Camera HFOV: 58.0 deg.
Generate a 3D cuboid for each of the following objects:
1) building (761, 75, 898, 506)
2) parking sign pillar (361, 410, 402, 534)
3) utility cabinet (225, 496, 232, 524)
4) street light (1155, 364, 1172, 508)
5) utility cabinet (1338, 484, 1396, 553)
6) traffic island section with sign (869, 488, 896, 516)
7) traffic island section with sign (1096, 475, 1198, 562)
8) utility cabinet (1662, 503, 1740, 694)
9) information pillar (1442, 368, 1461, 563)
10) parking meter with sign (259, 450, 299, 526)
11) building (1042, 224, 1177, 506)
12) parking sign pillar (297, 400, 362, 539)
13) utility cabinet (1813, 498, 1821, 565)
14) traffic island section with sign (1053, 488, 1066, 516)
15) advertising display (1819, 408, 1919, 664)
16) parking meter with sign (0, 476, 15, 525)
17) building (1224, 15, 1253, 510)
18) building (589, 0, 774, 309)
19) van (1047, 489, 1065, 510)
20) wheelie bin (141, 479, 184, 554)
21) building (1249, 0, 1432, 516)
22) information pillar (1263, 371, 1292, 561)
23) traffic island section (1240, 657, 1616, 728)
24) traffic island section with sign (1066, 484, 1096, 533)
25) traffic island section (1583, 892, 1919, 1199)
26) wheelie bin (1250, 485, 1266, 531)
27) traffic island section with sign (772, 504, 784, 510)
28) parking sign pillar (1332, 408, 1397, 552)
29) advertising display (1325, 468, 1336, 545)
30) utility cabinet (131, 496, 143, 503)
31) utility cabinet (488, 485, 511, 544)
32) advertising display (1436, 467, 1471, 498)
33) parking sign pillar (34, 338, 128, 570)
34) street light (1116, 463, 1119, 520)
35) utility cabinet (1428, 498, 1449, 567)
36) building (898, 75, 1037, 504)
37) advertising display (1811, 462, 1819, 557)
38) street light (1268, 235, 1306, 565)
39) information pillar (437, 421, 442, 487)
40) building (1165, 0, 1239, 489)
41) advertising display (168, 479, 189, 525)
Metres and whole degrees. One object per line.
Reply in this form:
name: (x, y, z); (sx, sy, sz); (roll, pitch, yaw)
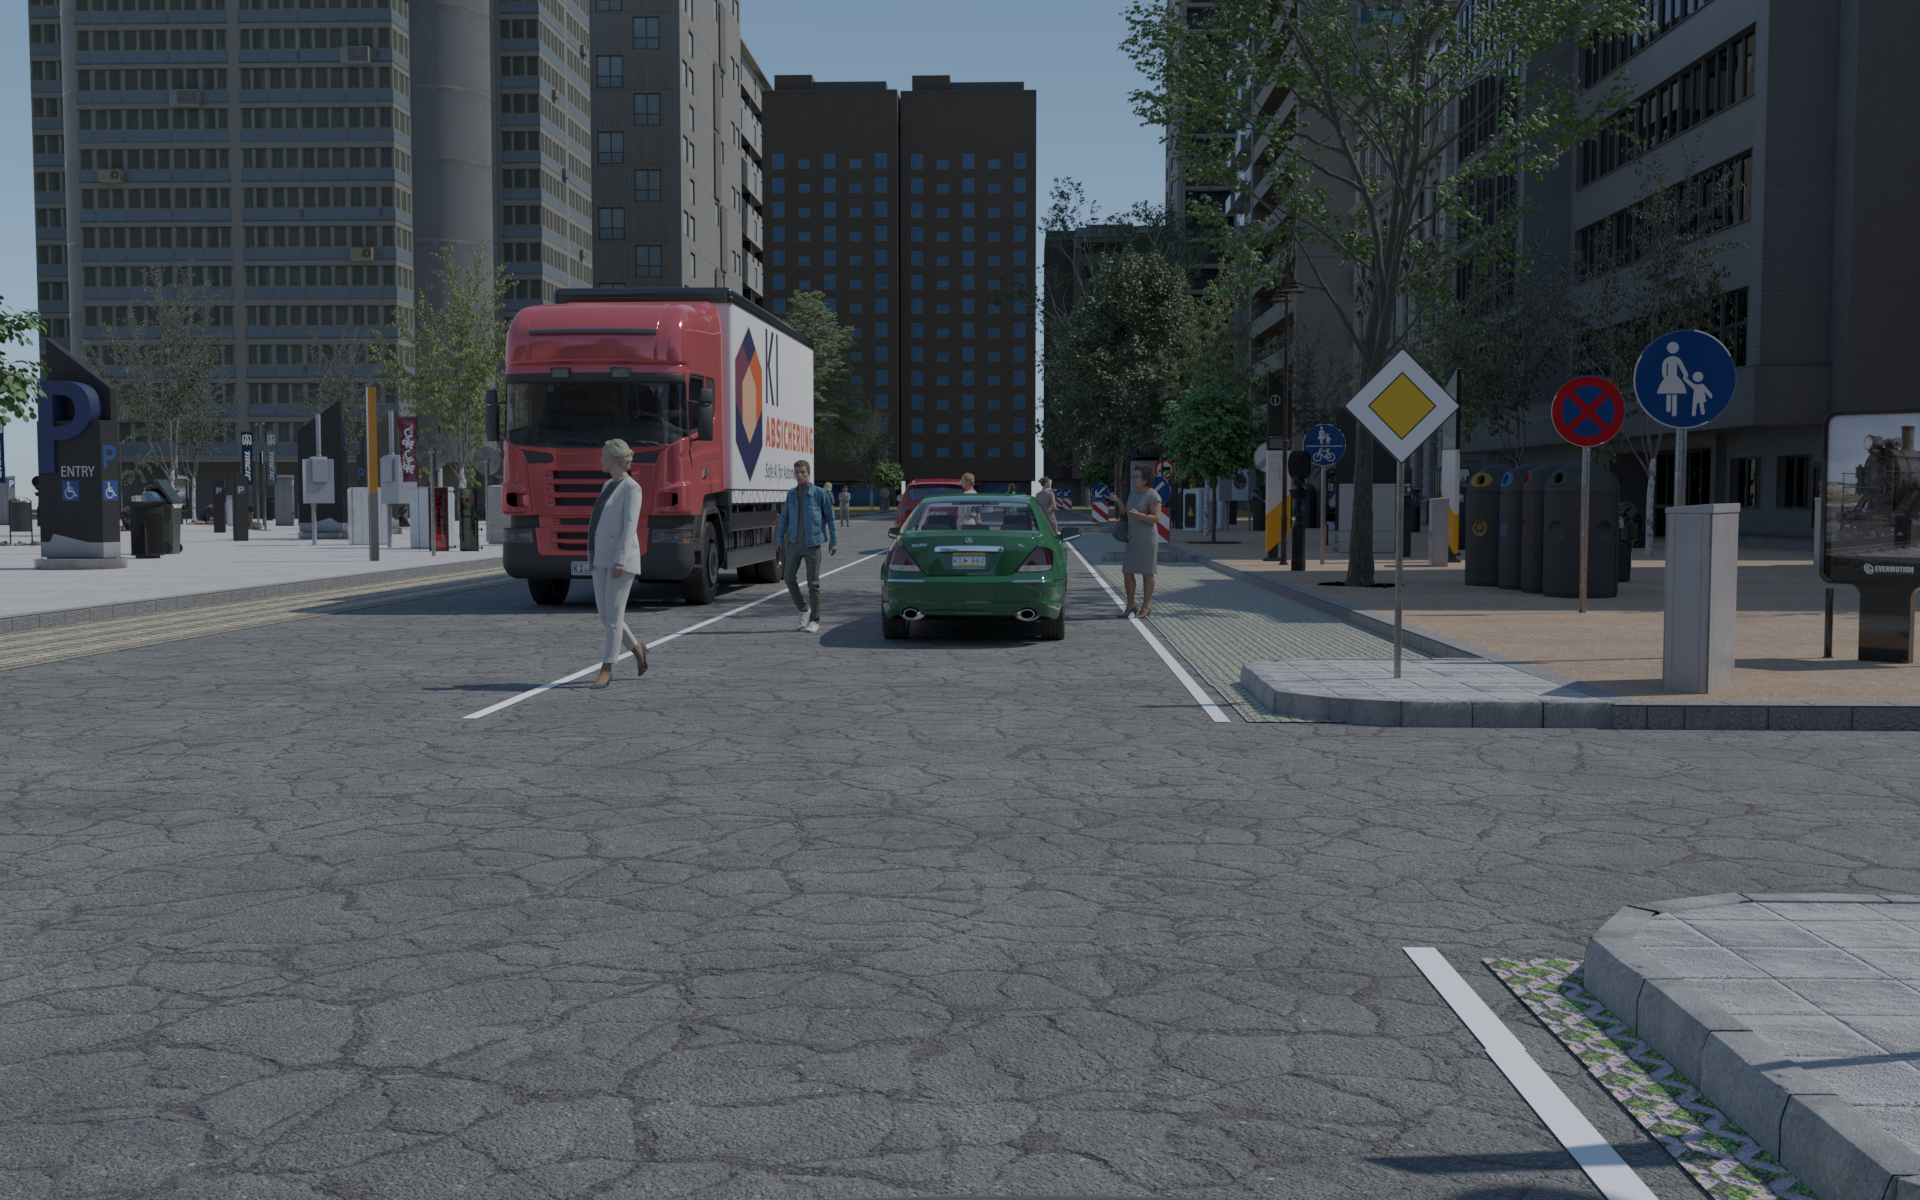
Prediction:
building: (-13.364, -32.928, 188.478); (14.200, 45.320, 14.600); (0, 4, 2)
parking sign pillar: (-18.628, -4.092, 55.377); (1.447, 3.967, 1.447); (2, 4, 31)
utility cabinet: (-30.751, -3.808, 73.423); (1.020, 1.237, 0.306); (0, 4, 8)
street light: (6.872, -5.258, 58.759); (0.468, 5.910, 1.993); (0, 4, 2)
utility cabinet: (8.830, -1.768, 37.588); (1.173, 1.500, 0.318); (1, 4, 10)
traffic island section with sign: (-4.934, -6.470, 114.405); (1.989, 1.847, 2.006); (0, 4, 2)
traffic island section with sign: (4.018, -1.744, 37.143); (1.989, 1.847, 2.006); (0, 4, 2)
utility cabinet: (4.941, -0.024, 11.560); (0.306, 1.237, 1.020); (2, 4, 33)
information pillar: (9.221, -2.518, 32.520); (0.183, 3.616, 0.504); (-1, 4, -15)
parking meter with sign: (-27.081, -4.476, 69.440); (1.738, 3.016, 0.543); (-1, 4, -12)
building: (16.025, -25.484, 188.362); (14.107, 30.474, 14.160); (0, 4, 2)
parking sign pillar: (-18.284, -3.745, 49.706); (1.447, 3.967, 1.447); (0, 4, 4)
utility cabinet: (15.890, -1.219, 31.085); (0.306, 1.237, 1.020); (-2, 4, -32)
traffic island section with sign: (6.924, -6.451, 114.099); (1.989, 1.847, 2.006); (0, 4, 2)
advertising display: (7.079, -0.488, 13.192); (0.123, 1.923, 0.974); (-3, 5, -43)
parking meter with sign: (-39.365, -4.594, 71.371); (1.738, 3.016, 0.543); (1, 4, 16)
building: (32.848, -31.546, 135.386); (23.786, 49.044, 30.456); (0, 4, 2)
building: (-34.488, -37.148, 196.615); (27.495, 52.752, 28.713); (0, 4, 2)
van: (7.953, -8.576, 147.226); (2.013, 2.044, 4.112); (0, 4, 2)
wheelie bin: (-17.072, -1.782, 37.041); (0.693, 1.594, 0.980); (0, 4, -4)
building: (30.482, -29.712, 109.493); (21.300, 48.544, 21.600); (0, 4, 2)
information pillar: (6.056, -2.547, 32.995); (0.504, 3.616, 0.183); (-1, 4, -12)
traffic island section: (3.068, 0.624, 12.080); (2.009, 0.180, 2.903); (0, 4, 2)
traffic island section with sign: (5.043, -3.391, 64.079); (1.989, 1.847, 2.006); (0, 4, 2)
traffic island section: (2.766, 1.112, 4.101); (2.009, 0.180, 2.903); (0, 4, 2)
wheelie bin: (10.537, -3.209, 60.369); (0.980, 1.594, 0.693); (-2, 4, -32)
traffic island section with sign: (-6.834, -3.390, 64.054); (1.989, 1.847, 2.006); (0, 4, 2)
parking sign pillar: (9.126, -3.085, 38.920); (1.447, 3.967, 1.447); (1, 4, 20)
advertising display: (9.565, -2.330, 43.317); (0.974, 1.923, 0.123); (-1, 4, -20)
utility cabinet: (-31.207, -3.381, 66.442); (0.306, 1.237, 1.020); (3, 4, 37)
utility cabinet: (-11.225, -2.124, 43.404); (1.173, 1.500, 0.318); (1, 4, 12)
advertising display: (11.804, -2.218, 41.475); (0.974, 1.923, 0.123); (-2, 4, -26)
parking sign pillar: (-15.165, -2.526, 29.771); (1.447, 3.967, 1.447); (1, 4, 15)
street light: (7.820, -6.913, 85.816); (0.468, 5.910, 1.993); (0, 4, 2)
utility cabinet: (8.542, -1.210, 30.947); (0.306, 1.237, 1.020); (1, 4, 12)
building: (1.132, -32.939, 188.666); (14.200, 45.320, 14.600); (0, 4, 2)
advertising display: (17.618, -1.852, 35.502); (0.123, 1.923, 0.974); (3, 4, 36)
street light: (5.854, -3.569, 31.141); (0.468, 5.910, 1.993); (0, 4, 2)
information pillar: (-16.708, -3.933, 55.667); (0.183, 3.616, 0.504); (-1, 4, -11)
building: (33.531, -45.975, 189.942); (20.611, 71.187, 20.563); (0, 4, 2)
advertising display: (-32.927, -4.144, 72.973); (0.974, 1.923, 0.123); (1, 4, 22)
